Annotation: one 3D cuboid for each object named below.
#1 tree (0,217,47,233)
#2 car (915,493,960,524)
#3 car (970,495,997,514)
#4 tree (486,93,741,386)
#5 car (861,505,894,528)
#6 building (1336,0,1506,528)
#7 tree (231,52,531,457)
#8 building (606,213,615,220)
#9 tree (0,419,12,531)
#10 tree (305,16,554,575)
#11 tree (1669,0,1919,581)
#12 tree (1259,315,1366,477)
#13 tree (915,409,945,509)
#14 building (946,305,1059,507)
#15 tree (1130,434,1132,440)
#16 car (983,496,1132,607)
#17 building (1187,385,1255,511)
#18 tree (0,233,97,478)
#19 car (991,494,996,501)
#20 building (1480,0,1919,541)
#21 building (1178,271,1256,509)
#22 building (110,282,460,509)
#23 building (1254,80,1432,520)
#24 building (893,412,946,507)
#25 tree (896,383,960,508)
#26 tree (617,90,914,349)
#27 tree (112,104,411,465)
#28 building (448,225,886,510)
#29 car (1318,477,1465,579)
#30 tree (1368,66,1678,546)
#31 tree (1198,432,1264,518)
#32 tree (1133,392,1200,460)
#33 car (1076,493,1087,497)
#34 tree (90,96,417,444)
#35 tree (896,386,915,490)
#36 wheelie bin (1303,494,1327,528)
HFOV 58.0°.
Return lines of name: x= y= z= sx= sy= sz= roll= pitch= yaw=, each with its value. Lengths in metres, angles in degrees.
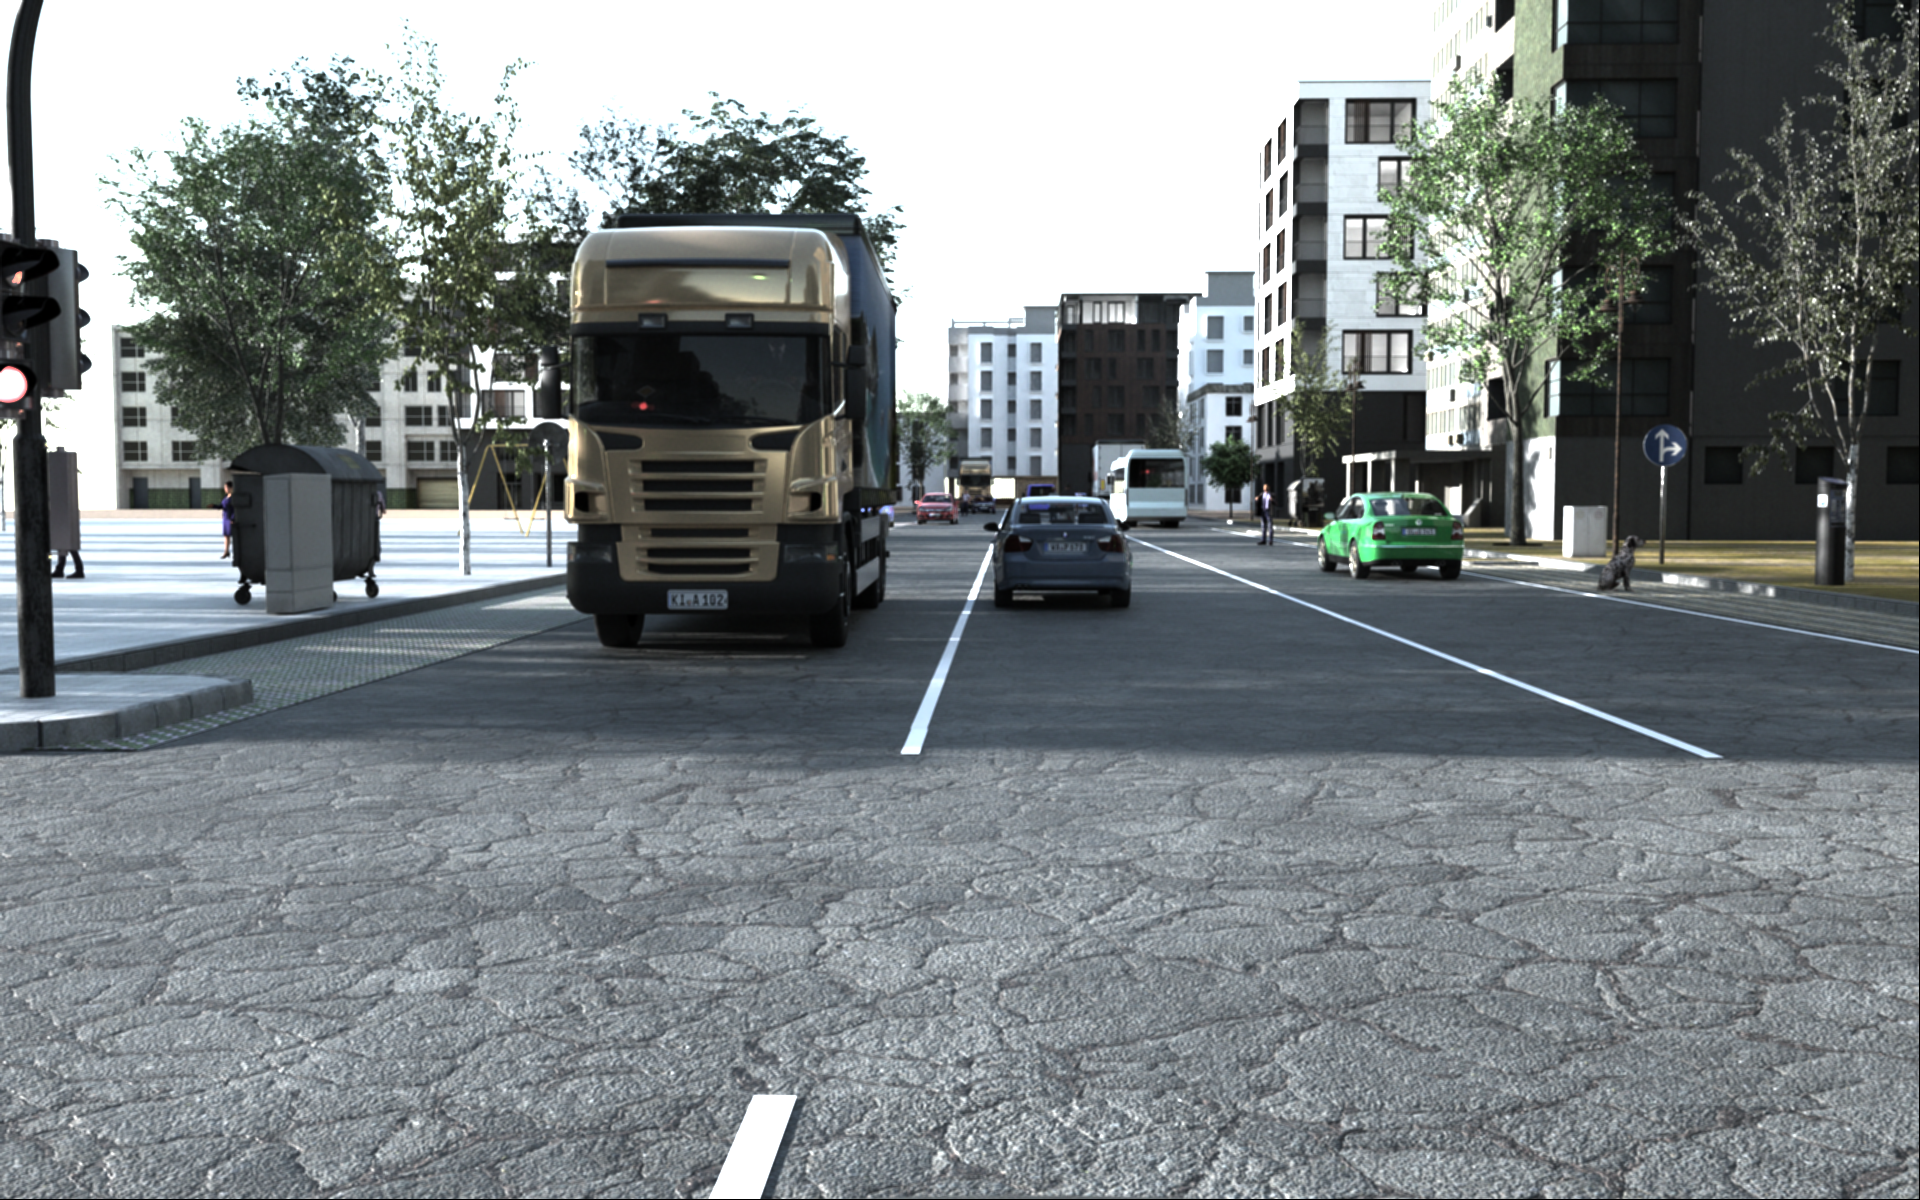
tree: x=-22.782 y=-7.443 z=32.070 sx=12.009 sy=13.543 sz=11.850 roll=0 pitch=3 yaw=0
car: x=-1.054 y=-4.529 z=83.082 sx=2.155 sy=1.783 sz=4.494 roll=0 pitch=4 yaw=3
car: x=1.736 y=-6.961 z=126.388 sx=1.945 sy=1.354 sz=3.894 roll=0 pitch=4 yaw=1
tree: x=-8.048 y=-6.547 z=41.448 sx=8.767 sy=10.594 sz=7.601 roll=2 pitch=4 yaw=31
car: x=-3.748 y=-3.970 z=74.504 sx=1.945 sy=1.707 sz=3.694 roll=0 pitch=4 yaw=1
building: x=33.495 y=-23.277 z=72.459 sx=32.217 sy=40.220 sz=23.993 roll=0 pitch=4 yaw=2
tree: x=-24.722 y=-13.298 z=73.317 sx=12.611 sy=20.169 sz=13.585 roll=0 pitch=3 yaw=0
building: x=-15.685 y=-16.188 z=121.091 sx=16.016 sy=20.091 sz=11.380 roll=0 pitch=4 yaw=2
tree: x=-33.240 y=-6.678 z=59.548 sx=4.737 sy=8.622 sz=4.395 roll=0 pitch=3 yaw=0
tree: x=-7.886 y=-4.693 z=27.093 sx=4.737 sy=8.622 sz=4.395 roll=0 pitch=3 yaw=0
tree: x=13.071 y=-4.601 z=25.588 sx=4.360 sy=8.622 sz=3.978 roll=0 pitch=3 yaw=0
tree: x=14.650 y=-7.447 z=72.120 sx=4.737 sy=8.622 sz=4.395 roll=0 pitch=3 yaw=0
tree: x=-3.655 y=-12.192 z=149.700 sx=4.360 sy=8.622 sz=3.978 roll=0 pitch=3 yaw=0
building: x=4.347 y=-19.803 z=180.205 sx=11.380 sy=20.091 sz=16.016 roll=0 pitch=4 yaw=2
tree: x=15.647 y=-11.329 z=135.592 sx=4.360 sy=8.622 sz=3.978 roll=0 pitch=3 yaw=0
car: x=1.319 y=-0.690 z=23.290 sx=2.014 sy=1.417 sz=4.499 roll=0 pitch=4 yaw=1
building: x=23.365 y=-11.672 z=132.991 sx=9.099 sy=9.664 sz=28.070 roll=0 pitch=4 yaw=2
tree: x=-25.480 y=-5.915 z=47.068 sx=4.360 sy=8.622 sz=3.978 roll=0 pitch=3 yaw=0
car: x=2.357 y=-9.104 z=158.439 sx=1.945 sy=1.707 sz=3.694 roll=0 pitch=4 yaw=1
building: x=23.649 y=-17.245 z=53.650 sx=14.160 sy=30.474 sz=14.107 roll=0 pitch=4 yaw=2
building: x=27.390 y=-18.093 z=152.246 sx=16.016 sy=20.091 sz=11.380 roll=0 pitch=4 yaw=2
building: x=-55.080 y=-17.531 z=153.092 sx=31.486 sy=18.905 sz=16.747 roll=0 pitch=4 yaw=2
building: x=31.064 y=-15.773 z=101.861 sx=27.936 sy=21.610 sz=32.646 roll=0 pitch=4 yaw=2
building: x=-15.464 y=-14.425 z=178.003 sx=28.070 sy=9.664 sz=9.099 roll=0 pitch=4 yaw=2
tree: x=-3.752 y=-14.528 z=163.282 sx=9.928 sy=11.665 sz=9.643 roll=0 pitch=3 yaw=0
tree: x=-6.381 y=-9.136 z=56.023 sx=9.857 sy=13.997 sz=8.962 roll=0 pitch=3 yaw=0
tree: x=-23.225 y=-9.243 z=57.776 sx=9.857 sy=13.997 sz=8.962 roll=0 pitch=3 yaw=0
building: x=-23.234 y=-18.433 z=145.352 sx=32.646 sy=21.610 sz=27.936 roll=0 pitch=4 yaw=2
car: x=7.551 y=-1.337 z=30.648 sx=1.959 sy=1.807 sz=4.718 roll=0 pitch=4 yaw=0
tree: x=13.762 y=-7.165 z=42.899 sx=9.928 sy=11.665 sz=9.643 roll=0 pitch=3 yaw=0
tree: x=14.362 y=-6.615 z=91.874 sx=4.285 sy=4.588 sz=4.351 roll=0 pitch=3 yaw=0
tree: x=15.412 y=-10.636 z=124.268 sx=4.360 sy=8.622 sz=3.978 roll=0 pitch=3 yaw=0
car: x=11.146 y=-9.264 z=161.063 sx=1.945 sy=1.707 sz=3.694 roll=0 pitch=4 yaw=0
tree: x=-18.706 y=-7.401 z=46.755 sx=9.928 sy=11.665 sz=9.643 roll=0 pitch=3 yaw=0
tree: x=-5.167 y=-9.732 z=109.479 sx=4.360 sy=8.622 sz=3.978 roll=0 pitch=3 yaw=0
wheelie bin: x=13.556 y=-3.574 z=66.342 sx=0.980 sy=1.594 sz=0.693 roll=0 pitch=4 yaw=3
